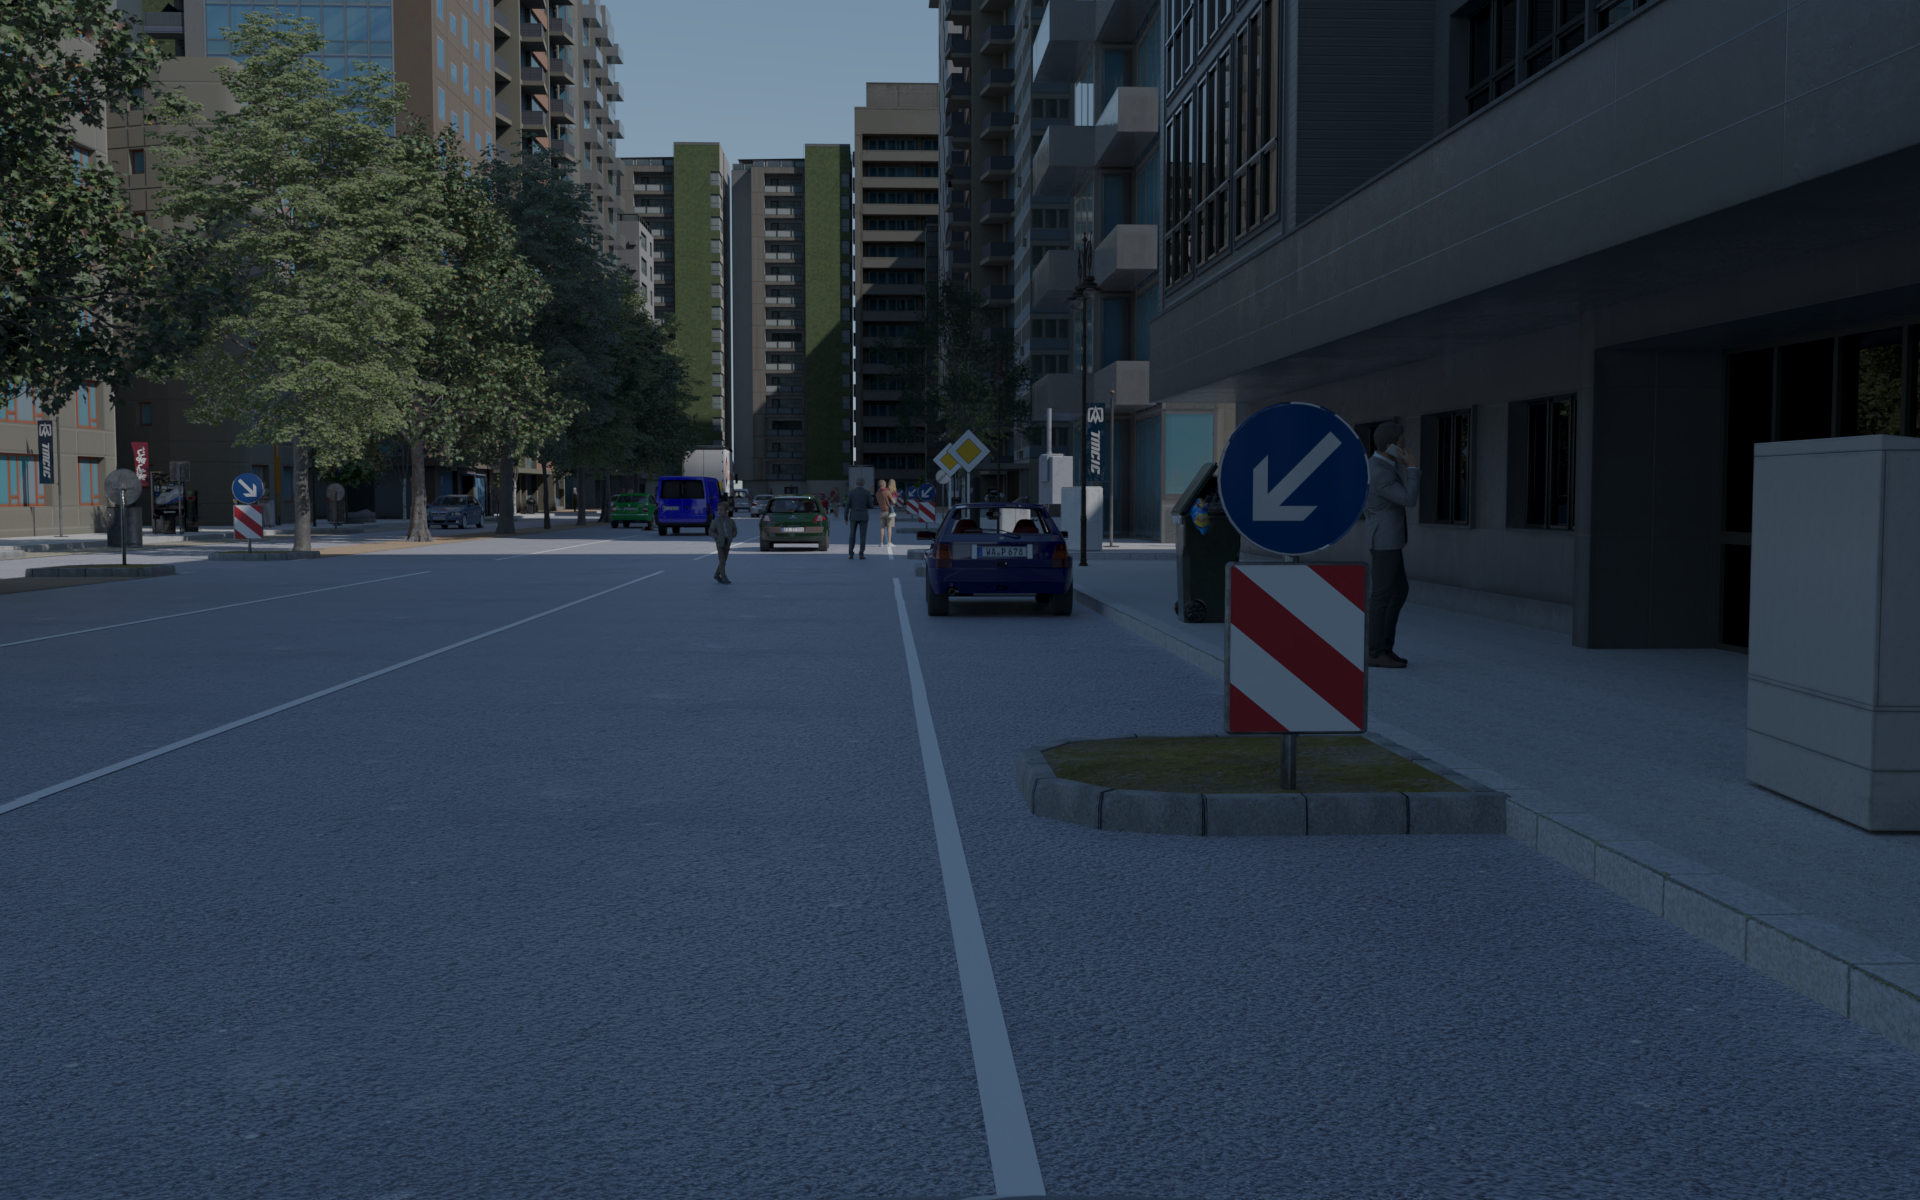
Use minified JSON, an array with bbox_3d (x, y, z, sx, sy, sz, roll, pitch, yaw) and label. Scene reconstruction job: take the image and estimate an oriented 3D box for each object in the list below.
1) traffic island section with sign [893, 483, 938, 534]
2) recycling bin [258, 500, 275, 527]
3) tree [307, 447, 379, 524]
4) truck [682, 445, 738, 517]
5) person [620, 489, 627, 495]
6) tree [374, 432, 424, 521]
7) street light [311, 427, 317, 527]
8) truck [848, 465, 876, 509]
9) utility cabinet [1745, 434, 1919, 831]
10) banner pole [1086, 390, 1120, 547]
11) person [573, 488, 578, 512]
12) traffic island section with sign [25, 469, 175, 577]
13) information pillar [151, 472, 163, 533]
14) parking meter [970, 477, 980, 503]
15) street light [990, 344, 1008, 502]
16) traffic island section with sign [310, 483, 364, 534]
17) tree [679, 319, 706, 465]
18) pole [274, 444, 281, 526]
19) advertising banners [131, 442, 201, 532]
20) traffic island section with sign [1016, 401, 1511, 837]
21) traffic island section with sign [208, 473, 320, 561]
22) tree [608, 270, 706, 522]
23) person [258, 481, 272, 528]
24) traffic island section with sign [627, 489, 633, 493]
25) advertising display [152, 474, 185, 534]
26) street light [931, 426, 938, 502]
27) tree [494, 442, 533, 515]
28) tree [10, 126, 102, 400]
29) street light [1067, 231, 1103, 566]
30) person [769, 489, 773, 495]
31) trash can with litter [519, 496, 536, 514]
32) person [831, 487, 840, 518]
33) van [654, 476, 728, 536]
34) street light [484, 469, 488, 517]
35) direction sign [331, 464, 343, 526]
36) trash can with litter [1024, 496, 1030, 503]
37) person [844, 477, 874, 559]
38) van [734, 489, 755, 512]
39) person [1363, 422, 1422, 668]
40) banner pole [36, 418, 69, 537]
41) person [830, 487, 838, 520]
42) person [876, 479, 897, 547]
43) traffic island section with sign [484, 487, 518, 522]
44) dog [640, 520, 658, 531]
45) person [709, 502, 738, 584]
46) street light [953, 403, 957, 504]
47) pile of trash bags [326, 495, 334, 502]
[{"bbox_3d":[-1.348,-3.367,63.672,1.989,1.847,2.006,0,4,-3],"label":"traffic island section with sign"},{"bbox_3d":[-27.306,-3.383,67.872,0.722,1.027,0.722,-2,4,-33],"label":"recycling bin"},{"bbox_3d":[-26.569,-5.580,74.949,4.285,4.588,4.351,0,3,0],"label":"tree"},{"bbox_3d":[-15.194,-7.130,105.489,2.839,4.237,11.283,0,4,-4],"label":"truck"},{"bbox_3d":[-29.146,-8.797,150.424,0.990,1.755,0.434,-3,4,-38],"label":"person"},{"bbox_3d":[-26.972,-8.133,83.341,4.360,8.622,3.978,0,3,0],"label":"tree"},{"bbox_3d":[-25.421,-5.826,68.046,0.468,5.910,1.993,0,4,-3],"label":"street light"},{"bbox_3d":[-9.742,-11.172,171.579,2.839,4.237,11.283,0,4,-3],"label":"truck"},{"bbox_3d":[3.598,0.101,7.024,0.318,1.500,1.173,0,4,3],"label":"utility cabinet"},{"bbox_3d":[3.422,-3.163,41.729,0.863,3.779,0.401,0,4,1],"label":"banner pole"},{"bbox_3d":[-27.973,-7.306,126.234,0.721,1.736,1.217,0,4,-8],"label":"person"},{"bbox_3d":[-15.050,-1.375,30.619,2.006,1.907,1.989,0,4,-3],"label":"traffic island section with sign"},{"bbox_3d":[-26.164,-3.179,56.473,0.304,2.012,0.304,0,4,-8],"label":"information pillar"},{"bbox_3d":[0.508,-3.308,59.794,0.255,1.863,0.399,-2,4,-25],"label":"parking meter"},{"bbox_3d":[1.193,-4.936,53.490,0.468,5.910,1.993,0,4,-3],"label":"street light"},{"bbox_3d":[-22.870,-3.331,63.096,1.989,1.847,2.006,0,4,-3],"label":"traffic island section with sign"},{"bbox_3d":[-17.946,-10.694,95.437,7.486,12.596,7.792,0,3,0],"label":"tree"},{"bbox_3d":[-27.763,-4.685,70.443,0.158,3.312,0.155,0,3,0],"label":"pole"},{"bbox_3d":[-26.635,-3.789,58.135,2.074,3.025,0.090,-2,4,-25],"label":"advertising banners"},{"bbox_3d":[1.293,0.026,8.204,1.989,1.847,2.006,0,4,-3],"label":"traffic island section with sign"},{"bbox_3d":[-15.391,-1.828,38.018,2.006,1.907,1.989,0,4,-3],"label":"traffic island section with sign"},{"bbox_3d":[-17.774,-10.235,86.799,9.611,12.733,9.660,0,3,0],"label":"tree"},{"bbox_3d":[-26.159,-3.577,65.082,0.519,1.759,0.362,-1,4,-11],"label":"person"},{"bbox_3d":[-26.496,-8.017,139.711,1.989,1.847,2.006,0,4,-3],"label":"traffic island section with sign"},{"bbox_3d":[-25.243,-3.060,55.252,0.123,1.923,0.974,3,5,44],"label":"advertising display"},{"bbox_3d":[-1.637,-8.623,113.772,0.468,5.910,1.993,0,4,-3],"label":"street light"},{"bbox_3d":[-27.273,-9.525,106.096,4.737,8.622,4.395,0,3,0],"label":"tree"},{"bbox_3d":[-25.386,-7.227,43.910,9.928,11.665,9.643,0,3,0],"label":"tree"},{"bbox_3d":[2.201,-3.543,30.715,0.468,5.910,1.993,0,4,-3],"label":"street light"},{"bbox_3d":[-13.209,-6.897,121.410,0.705,1.807,1.348,1,4,16],"label":"person"},{"bbox_3d":[-27.531,-6.041,110.159,1.055,1.170,0.624,1,4,11],"label":"trash can with litter"},{"bbox_3d":[-7.431,-5.826,103.733,0.573,1.828,0.580,3,4,36],"label":"person"},{"bbox_3d":[-9.523,-3.493,61.491,2.240,2.365,5.245,0,4,-2],"label":"van"},{"bbox_3d":[-26.847,-7.652,97.903,0.468,5.910,1.993,0,4,-3],"label":"street light"},{"bbox_3d":[-25.208,-4.773,70.035,0.379,3.537,0.876,0,4,5],"label":"direction sign"},{"bbox_3d":[3.172,-4.314,81.597,1.678,1.210,2.233,-1,4,-16],"label":"trash can with litter"},{"bbox_3d":[-2.223,-1.802,38.145,0.661,1.801,0.590,0,4,-2],"label":"person"},{"bbox_3d":[-17.154,-7.942,136.870,2.013,2.044,4.112,0,4,-1],"label":"van"},{"bbox_3d":[3.185,-0.405,12.839,0.473,1.802,0.592,1,4,20],"label":"person"},{"bbox_3d":[-27.098,-3.771,51.677,0.863,3.779,0.401,0,4,4],"label":"banner pole"},{"bbox_3d":[-6.963,-5.362,96.144,0.580,1.828,0.573,2,4,34],"label":"person"},{"bbox_3d":[-1.961,-2.357,47.007,0.580,1.828,0.573,-1,4,-18],"label":"person"},{"bbox_3d":[-24.146,-4.987,90.159,1.989,1.847,2.006,0,4,-3],"label":"traffic island section with sign"},{"bbox_3d":[-12.127,-2.896,67.544,0.550,0.427,0.748,-2,4,-30],"label":"dog"},{"bbox_3d":[-3.771,-0.911,27.661,0.475,1.303,0.640,-3,4,-38],"label":"person"},{"bbox_3d":[-0.276,-6.773,83.525,0.468,5.910,1.993,0,4,-3],"label":"street light"},{"bbox_3d":[-31.659,-4.498,83.298,3.447,1.369,1.912,-2,4,-24],"label":"pile of trash bags"}]
